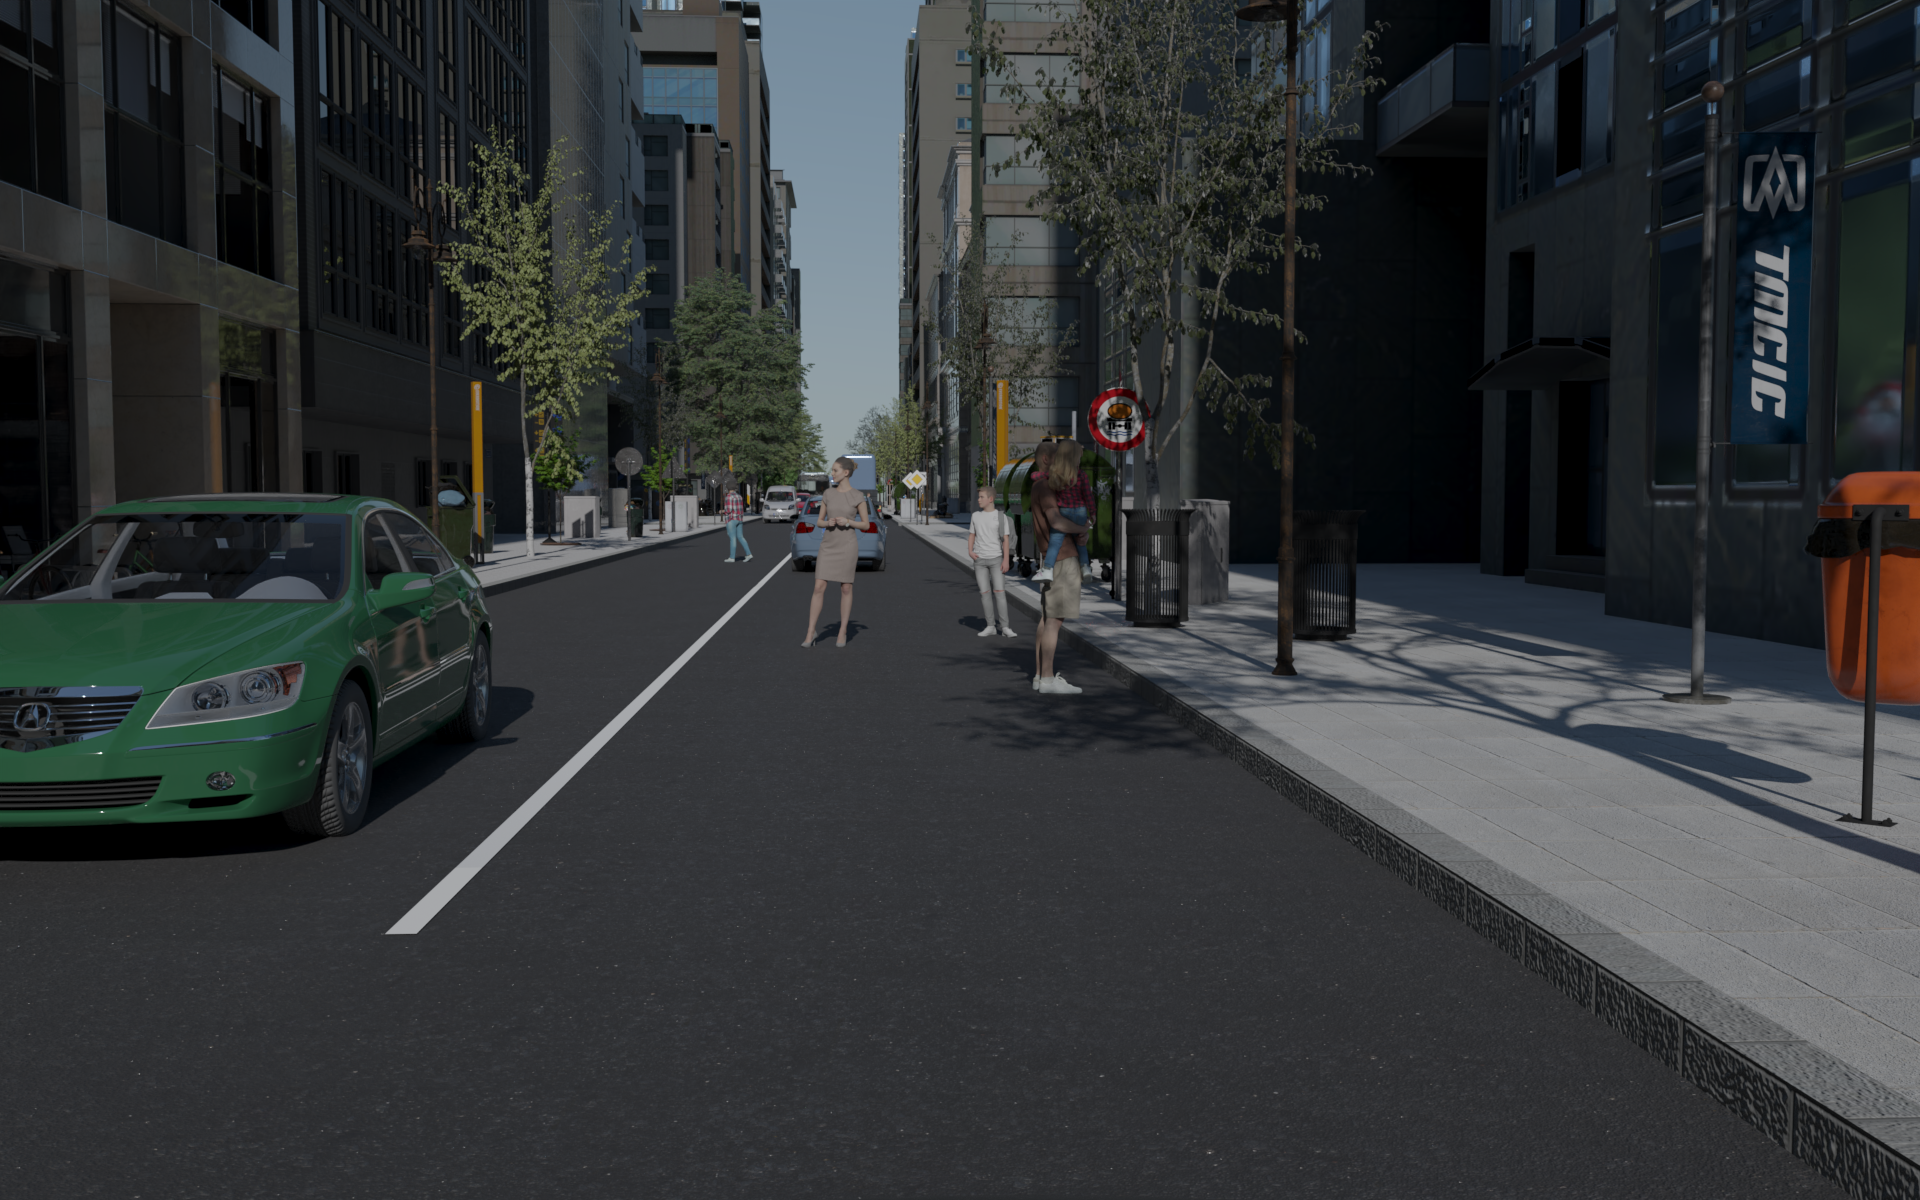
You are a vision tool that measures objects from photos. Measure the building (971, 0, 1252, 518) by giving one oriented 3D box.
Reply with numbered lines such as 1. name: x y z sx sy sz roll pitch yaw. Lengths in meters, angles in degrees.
1. building: 7.286 -23.088 61.083 14.154 41.232 14.086 0 4 -4

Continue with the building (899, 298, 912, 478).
1. building: -2.010 -29.573 255.220 14.160 30.474 14.107 0 4 -4

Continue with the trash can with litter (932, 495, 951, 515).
1. trash can with litter: -0.891 -5.724 104.646 1.678 1.210 2.233 -1 4 -8

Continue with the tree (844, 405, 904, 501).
1. tree: -11.174 -20.084 238.736 12.009 13.543 11.850 0 3 0

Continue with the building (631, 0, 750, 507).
1. building: -26.831 -31.216 160.493 14.600 45.320 14.200 0 4 -4

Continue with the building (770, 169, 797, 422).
1. building: -41.294 -42.424 282.871 28.713 52.752 27.495 0 4 -4

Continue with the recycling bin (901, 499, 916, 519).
1. recycling bin: -2.686 -4.758 90.349 0.722 1.027 0.722 0 4 6

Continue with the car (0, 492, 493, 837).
1. car: -3.575 0.191 8.676 2.131 1.459 4.920 0 4 -5

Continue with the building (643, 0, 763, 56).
1. building: -32.949 -54.485 203.497 22.319 86.520 31.000 0 4 -4

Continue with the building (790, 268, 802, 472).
1. building: -35.168 -37.985 304.651 14.154 41.232 14.086 0 4 -4

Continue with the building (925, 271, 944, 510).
1. building: 2.297 -18.124 145.476 9.793 20.994 18.267 0 4 -4

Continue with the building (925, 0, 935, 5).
1. building: 4.664 -45.841 187.749 20.563 71.187 20.611 0 4 -4

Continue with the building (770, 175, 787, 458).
1. building: -36.902 -38.810 254.152 23.786 49.044 30.456 0 4 -4

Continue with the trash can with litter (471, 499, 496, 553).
1. trash can with litter: -10.496 -1.592 37.422 1.055 1.170 0.624 3 5 44

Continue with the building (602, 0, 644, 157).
1. building: -32.508 -31.047 96.858 28.713 52.752 27.495 0 4 -4

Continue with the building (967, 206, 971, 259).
1. building: 12.749 -15.142 89.367 24.055 21.916 13.314 0 4 -4

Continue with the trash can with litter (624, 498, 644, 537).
1. trash can with litter: -9.749 -2.452 51.483 0.624 1.170 1.055 -1 4 -21

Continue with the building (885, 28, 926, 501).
1. building: -1.557 -60.228 297.406 22.319 86.520 31.000 0 4 -4

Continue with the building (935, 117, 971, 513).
1. building: 5.446 -20.816 126.241 13.634 28.700 20.117 0 4 -4

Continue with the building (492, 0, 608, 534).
1. building: -23.271 -14.818 60.305 19.932 24.808 12.078 0 4 -4

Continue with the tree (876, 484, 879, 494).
1. tree: -9.173 -12.340 196.365 1.663 3.219 1.824 0 3 0

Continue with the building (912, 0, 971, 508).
1. building: 6.348 -33.256 167.438 21.300 48.544 21.600 0 4 -4

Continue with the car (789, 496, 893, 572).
1. car: -2.301 -1.304 33.318 2.014 1.417 4.499 0 4 -2

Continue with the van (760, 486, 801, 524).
1. van: -8.835 -4.800 85.490 2.013 2.044 4.112 0 4 -3

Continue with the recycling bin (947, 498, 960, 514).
1. recycling bin: -0.418 -6.120 112.611 0.722 1.027 0.722 1 4 10

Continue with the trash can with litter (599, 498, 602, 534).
1. trash can with litter: -11.831 -2.673 55.093 0.624 1.170 1.055 -3 5 -43

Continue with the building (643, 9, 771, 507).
1. building: -30.659 -33.927 178.404 21.300 48.544 21.600 0 4 -4

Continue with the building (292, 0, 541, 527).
1. building: -18.959 -15.063 39.782 14.314 27.812 24.014 0 4 -4

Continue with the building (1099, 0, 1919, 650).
1. building: 15.461 -43.553 24.772 22.319 86.520 31.000 0 4 -4

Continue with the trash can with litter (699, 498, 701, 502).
1. trash can with litter: -17.756 -6.368 115.502 0.624 1.170 1.055 2 4 26

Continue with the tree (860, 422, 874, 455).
1. tree: -4.376 -11.026 130.637 4.737 8.622 4.395 0 3 0

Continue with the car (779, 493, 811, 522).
1. car: -8.466 -4.972 90.325 2.155 1.783 4.494 0 4 -2

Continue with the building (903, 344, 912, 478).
1. building: 7.187 -22.577 214.175 27.650 21.520 28.899 0 4 -4

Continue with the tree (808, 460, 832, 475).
1. tree: -25.092 -21.893 308.317 4.737 8.622 4.395 0 3 0

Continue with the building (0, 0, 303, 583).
1. building: -19.522 -12.611 10.705 19.350 26.468 34.151 0 4 -4

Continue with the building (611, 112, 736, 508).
1. building: -24.986 -22.210 134.831 14.160 30.474 14.107 0 4 -4

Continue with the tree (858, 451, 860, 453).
1. tree: -8.052 -13.925 178.036 4.737 8.622 4.395 0 3 0

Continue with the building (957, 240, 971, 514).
1. building: 5.654 -14.815 106.845 10.561 19.102 19.286 0 4 -4

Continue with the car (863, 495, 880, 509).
1. car: -3.750 -2.830 58.061 2.131 1.459 4.920 0 4 -3

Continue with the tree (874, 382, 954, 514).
1. tree: -2.613 -9.967 113.328 4.737 8.622 4.395 0 3 0

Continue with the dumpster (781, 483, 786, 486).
1. dumpster: -15.108 -8.737 145.339 1.502 2.255 1.985 0 4 -3

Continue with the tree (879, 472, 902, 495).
1. tree: -5.106 -8.642 135.902 1.663 3.219 1.824 0 3 0
